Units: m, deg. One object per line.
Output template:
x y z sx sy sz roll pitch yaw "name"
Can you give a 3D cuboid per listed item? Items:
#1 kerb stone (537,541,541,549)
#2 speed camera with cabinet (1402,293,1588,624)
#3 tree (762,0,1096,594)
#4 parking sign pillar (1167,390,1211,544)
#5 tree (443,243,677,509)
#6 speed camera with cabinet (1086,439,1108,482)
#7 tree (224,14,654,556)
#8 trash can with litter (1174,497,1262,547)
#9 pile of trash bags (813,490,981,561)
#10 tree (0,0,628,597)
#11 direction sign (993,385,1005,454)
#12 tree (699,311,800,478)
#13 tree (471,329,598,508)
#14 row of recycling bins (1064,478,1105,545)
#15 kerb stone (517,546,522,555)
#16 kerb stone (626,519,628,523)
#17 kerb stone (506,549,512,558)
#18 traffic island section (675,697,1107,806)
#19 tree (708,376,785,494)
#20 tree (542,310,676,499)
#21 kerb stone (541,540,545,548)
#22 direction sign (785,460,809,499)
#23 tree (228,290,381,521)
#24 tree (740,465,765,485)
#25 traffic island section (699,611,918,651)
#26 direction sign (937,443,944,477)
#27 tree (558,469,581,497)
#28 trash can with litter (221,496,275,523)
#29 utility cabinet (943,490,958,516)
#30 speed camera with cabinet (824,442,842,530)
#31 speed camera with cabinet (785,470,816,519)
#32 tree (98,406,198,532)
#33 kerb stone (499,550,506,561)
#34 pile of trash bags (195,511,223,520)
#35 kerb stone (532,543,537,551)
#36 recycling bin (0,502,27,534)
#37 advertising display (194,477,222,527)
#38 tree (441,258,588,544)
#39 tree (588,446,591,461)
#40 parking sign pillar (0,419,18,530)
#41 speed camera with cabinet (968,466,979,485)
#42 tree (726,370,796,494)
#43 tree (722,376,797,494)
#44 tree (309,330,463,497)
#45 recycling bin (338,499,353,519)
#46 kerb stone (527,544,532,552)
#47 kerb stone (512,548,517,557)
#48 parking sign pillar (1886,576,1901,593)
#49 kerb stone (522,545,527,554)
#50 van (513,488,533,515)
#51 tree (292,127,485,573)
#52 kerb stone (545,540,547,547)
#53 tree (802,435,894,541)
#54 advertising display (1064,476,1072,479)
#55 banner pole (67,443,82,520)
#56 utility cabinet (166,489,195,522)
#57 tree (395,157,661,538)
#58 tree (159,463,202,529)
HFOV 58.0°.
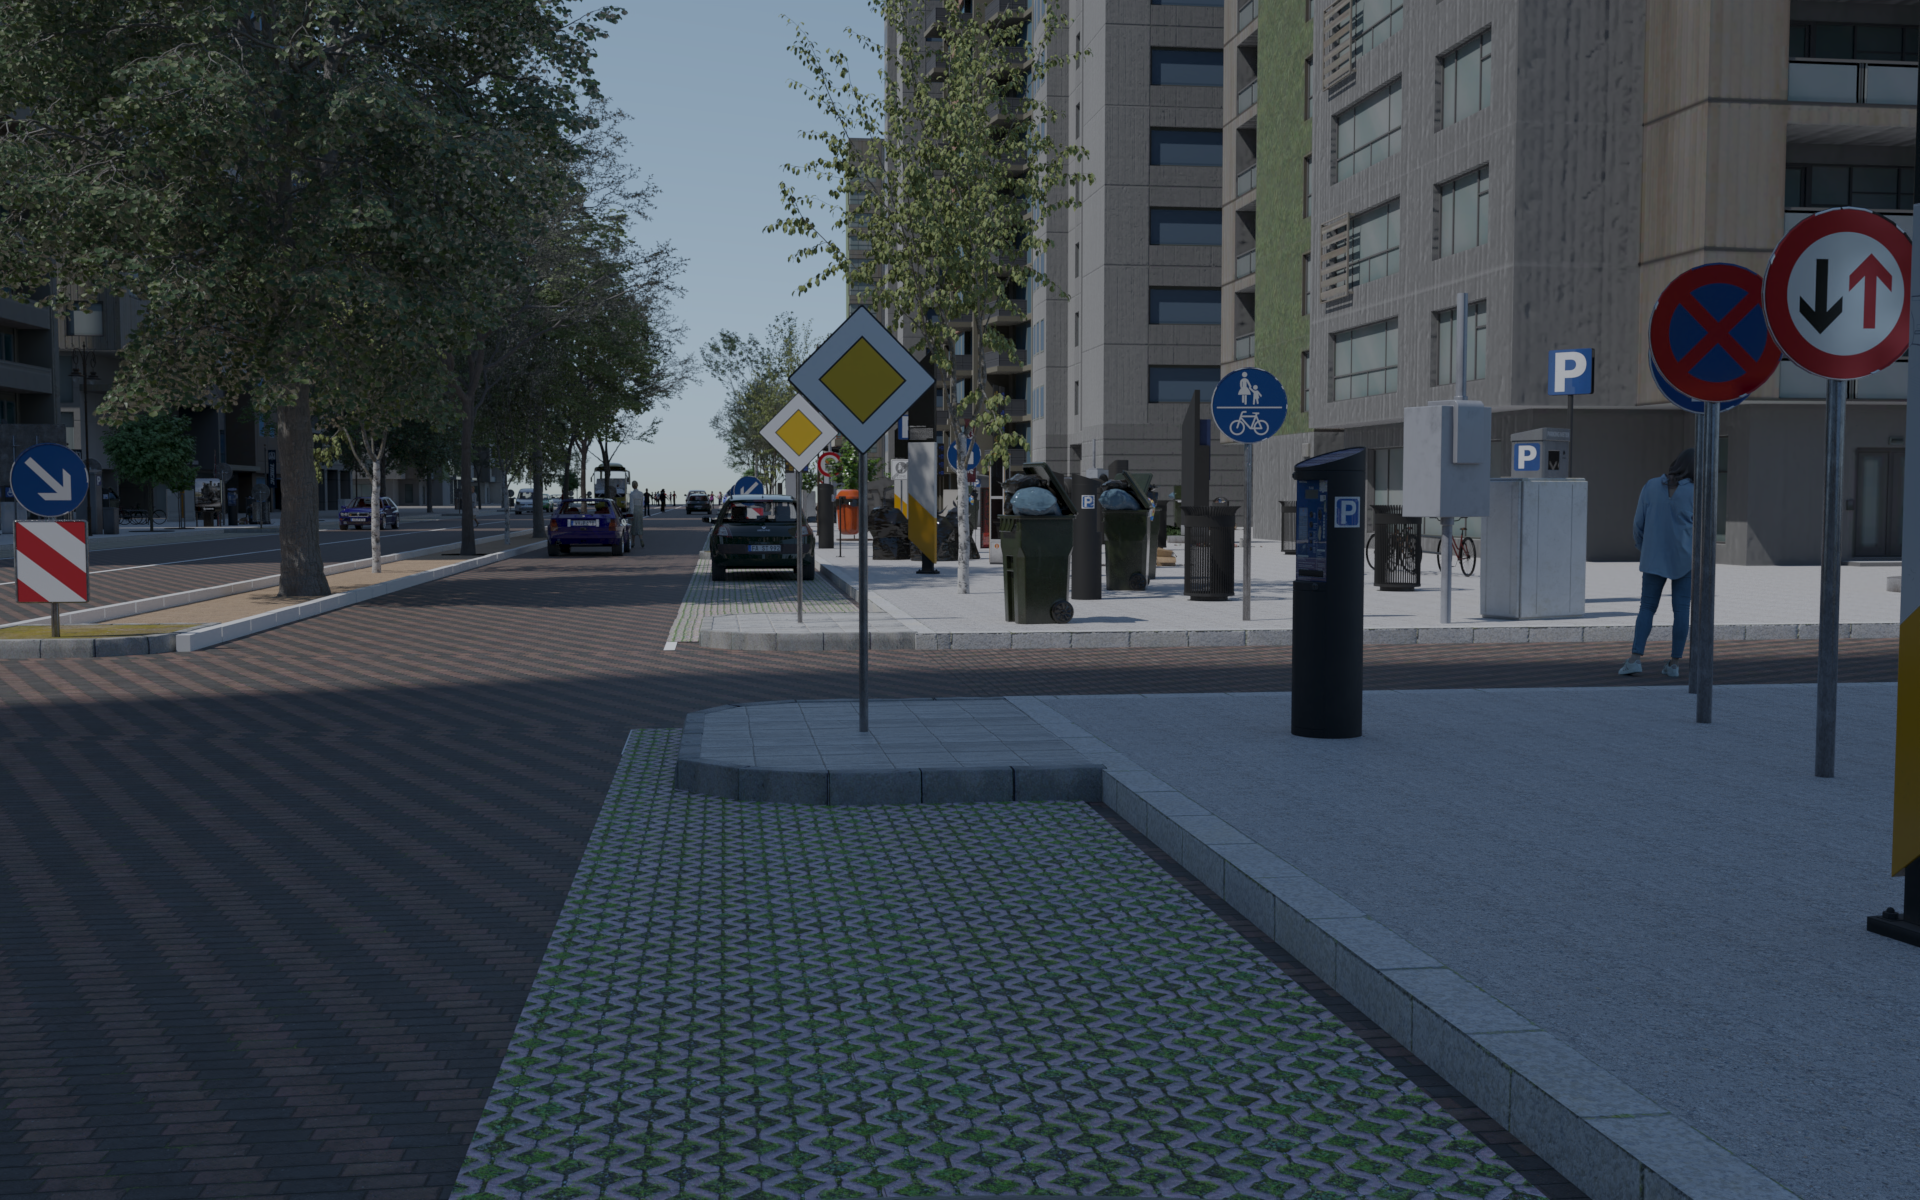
-11.000 -1.374 44.692 0.120 0.150 1.000 0 4 -8 "kerb stone"
5.466 -1.425 17.635 2.038 3.252 0.660 -2 4 -28 "speed camera with cabinet"
-0.123 -4.373 21.853 4.737 8.622 4.395 0 3 0 "tree"
6.171 -3.483 45.418 1.447 3.967 1.447 0 4 -7 "parking sign pillar"
-14.653 -7.759 63.725 8.767 10.594 7.601 0 4 -8 "tree"
4.459 -4.110 61.542 0.660 3.252 2.038 3 5 44 "speed camera with cabinet"
-11.477 -7.776 39.963 12.009 13.543 11.850 0 3 0 "tree"
6.172 -1.907 42.237 1.678 1.210 2.233 -2 4 -34 "trash can with litter"
-1.212 -1.510 34.442 3.447 1.369 1.912 3 5 40 "pile of trash bags"
-9.198 -7.016 23.830 9.857 13.997 8.962 0 3 0 "tree"
0.811 -2.714 36.376 0.379 3.537 0.876 1 4 16 "direction sign"
-19.591 -19.700 177.991 12.611 20.169 13.585 0 3 0 "tree"
-41.811 -18.542 159.057 12.611 20.169 13.585 0 3 0 "tree"
2.558 -2.336 45.313 1.069 1.692 3.534 -3 4 -38 "row of recycling bins"
-10.447 -1.120 40.622 0.120 0.150 1.000 0 4 -8 "kerb stone"
-17.066 -4.109 89.376 0.120 0.150 1.000 0 4 -8 "kerb stone"
-10.163 -1.003 38.591 0.120 0.150 1.000 0 4 -8 "kerb stone"
-0.500 0.790 9.372 2.009 0.180 2.903 0 4 -8 "traffic island section"
-15.258 -12.344 136.233 8.767 10.594 7.601 -3 4 -36 "tree"
-17.575 -9.632 85.693 9.928 11.665 9.643 0 3 0 "tree"
-11.132 -1.436 45.705 0.120 0.150 1.000 0 4 -8 "kerb stone"
-6.078 -4.433 64.471 0.876 3.537 0.379 0 4 -1 "direction sign"
-30.811 -9.529 81.562 9.928 11.665 9.643 0 3 0 "tree"
-22.820 -12.641 190.389 4.285 4.588 4.351 0 3 0 "tree"
-1.576 0.306 17.285 2.009 0.180 2.903 0 4 -8 "traffic island section"
-1.058 -5.206 77.113 0.876 3.537 0.379 -3 5 -40 "direction sign"
-48.691 -14.184 215.625 4.285 4.588 4.351 0 3 0 "tree"
-32.034 -4.072 77.642 2.233 1.210 1.678 1 4 18 "trash can with litter"
-0.289 -4.925 89.208 1.173 1.500 0.318 3 4 36 "utility cabinet"
-4.248 -4.190 62.848 0.660 3.252 2.038 -2 4 -29 "speed camera with cabinet"
-8.010 -5.701 87.554 0.660 3.252 2.038 -2 4 -33 "speed camera with cabinet"
-27.582 -4.608 59.055 4.285 4.588 4.351 0 3 0 "tree"
-10.022 -0.941 37.574 0.120 0.150 1.000 0 4 -8 "kerb stone"
-38.611 -4.722 86.955 3.447 1.369 1.912 2 4 30 "pile of trash bags"
-10.859 -1.314 43.672 0.120 0.150 1.000 0 4 -8 "kerb stone"
-30.436 -2.640 55.720 0.722 1.027 0.722 -2 4 -30 "recycling bin"
-29.166 -3.790 67.184 0.974 1.923 0.123 -1 4 -17 "advertising display"
-12.740 -5.849 48.447 4.360 8.622 3.978 0 3 0 "tree"
-50.700 -16.986 228.088 4.360 8.622 3.978 0 3 0 "tree"
-33.976 -4.476 61.655 1.447 3.967 1.447 -3 5 -42 "parking sign pillar"
0.468 -4.656 70.466 0.660 3.252 2.038 0 4 2 "speed camera with cabinet"
-11.388 -9.593 107.207 4.360 8.622 3.978 0 3 0 "tree"
-17.056 -13.988 154.454 9.928 11.665 9.643 0 3 0 "tree"
-33.048 -11.137 99.094 9.611 12.733 9.660 0 3 0 "tree"
-31.198 -4.631 88.273 0.722 1.027 0.722 3 5 43 "recycling bin"
-10.721 -1.252 42.659 0.120 0.150 1.000 0 4 -8 "kerb stone"
-10.310 -1.065 39.602 0.120 0.150 1.000 0 4 -8 "kerb stone"
12.937 -2.084 22.541 1.447 3.967 1.447 1 4 9 "parking sign pillar"
-10.579 -1.189 41.639 0.120 0.150 1.000 0 4 -8 "kerb stone"
-30.554 -7.070 122.598 2.013 2.044 4.112 -1 4 -10 "van"
-10.609 -4.797 31.252 4.737 8.622 4.395 0 3 0 "tree"
-11.271 -1.500 46.723 0.120 0.150 1.000 0 4 -8 "kerb stone"
-3.030 -3.245 47.663 1.663 3.219 1.824 0 3 0 "tree"
3.717 -3.534 62.999 0.974 1.923 0.123 0 4 0 "advertising display"
-43.370 -5.795 84.760 0.863 3.779 0.401 -1 4 -20 "banner pole"
-35.892 -4.348 79.775 1.173 1.500 0.318 -2 4 -33 "utility cabinet"
-13.553 -8.261 55.646 7.486 12.596 7.792 0 3 0 "tree"
-28.387 -4.190 63.115 1.663 3.219 1.824 0 3 0 "tree"
